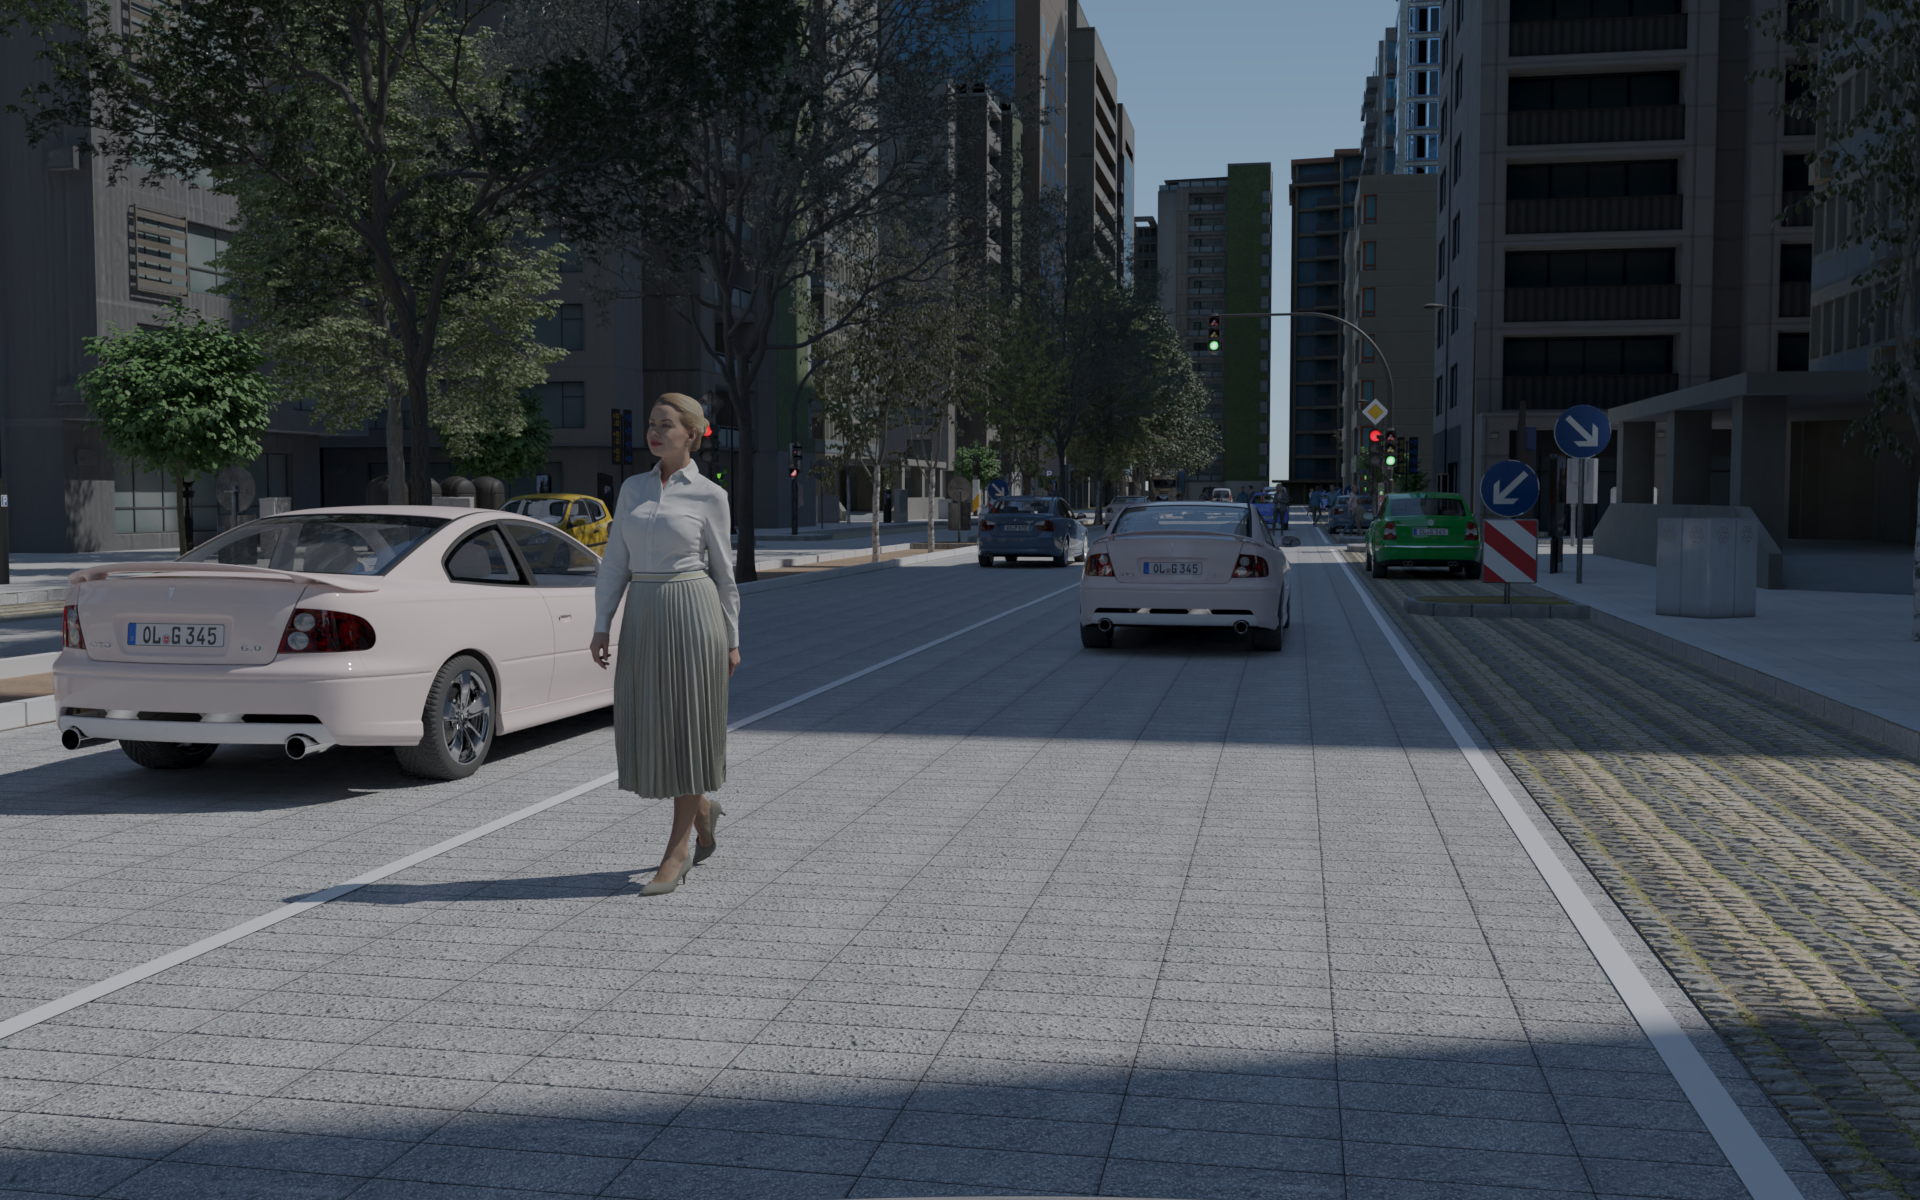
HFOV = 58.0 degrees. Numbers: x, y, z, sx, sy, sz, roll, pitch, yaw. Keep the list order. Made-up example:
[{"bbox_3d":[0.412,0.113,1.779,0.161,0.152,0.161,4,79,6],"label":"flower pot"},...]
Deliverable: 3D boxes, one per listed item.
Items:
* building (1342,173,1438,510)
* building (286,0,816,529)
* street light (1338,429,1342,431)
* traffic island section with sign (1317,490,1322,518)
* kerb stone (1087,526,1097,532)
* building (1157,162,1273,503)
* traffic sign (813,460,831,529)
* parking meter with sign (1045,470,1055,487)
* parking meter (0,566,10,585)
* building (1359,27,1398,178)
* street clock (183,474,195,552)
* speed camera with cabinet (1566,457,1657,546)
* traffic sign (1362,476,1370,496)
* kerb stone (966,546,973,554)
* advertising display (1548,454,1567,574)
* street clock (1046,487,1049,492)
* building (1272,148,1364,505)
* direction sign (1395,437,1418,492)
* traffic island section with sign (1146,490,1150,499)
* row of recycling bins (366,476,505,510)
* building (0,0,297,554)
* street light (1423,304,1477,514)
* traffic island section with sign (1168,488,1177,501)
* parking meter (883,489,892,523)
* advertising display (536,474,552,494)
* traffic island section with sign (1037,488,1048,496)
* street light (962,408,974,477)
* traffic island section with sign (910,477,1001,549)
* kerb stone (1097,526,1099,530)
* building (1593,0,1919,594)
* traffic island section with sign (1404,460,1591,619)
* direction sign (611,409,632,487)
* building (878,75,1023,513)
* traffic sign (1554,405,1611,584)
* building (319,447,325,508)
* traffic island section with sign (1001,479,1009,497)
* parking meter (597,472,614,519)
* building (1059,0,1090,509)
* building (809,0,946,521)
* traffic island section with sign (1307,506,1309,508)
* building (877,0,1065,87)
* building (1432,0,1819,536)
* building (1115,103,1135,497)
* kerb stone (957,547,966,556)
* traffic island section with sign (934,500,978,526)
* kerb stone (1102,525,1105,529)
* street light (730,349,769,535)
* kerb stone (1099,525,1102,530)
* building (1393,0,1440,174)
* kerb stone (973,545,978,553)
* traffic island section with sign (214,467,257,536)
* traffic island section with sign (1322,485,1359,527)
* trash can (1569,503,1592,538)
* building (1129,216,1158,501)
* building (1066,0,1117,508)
[{"bbox_3d":[37.968,-15.950,105.822,27.650,21.520,28.899,1,4,11],"label":"building"},{"bbox_3d":[-13.949,-23.186,62.686,14.154,41.232,14.086,1,4,11],"label":"building"},{"bbox_3d":[27.812,-9.292,124.466,1.470,5.913,1.316,1,4,11],"label":"street light"},{"bbox_3d":[22.095,-5.725,102.227,1.989,1.847,2.006,1,4,11],"label":"traffic island section with sign"},{"bbox_3d":[5.075,-2.745,67.073,0.120,0.150,1.000,1,4,11],"label":"kerb stone"},{"bbox_3d":[31.902,-32.632,217.132,14.086,41.232,14.154,1,4,11],"label":"building"},{"bbox_3d":[-5.083,-3.898,63.833,0.768,2.556,0.104,1,4,14],"label":"traffic sign"},{"bbox_3d":[6.639,-7.976,126.669,0.543,3.016,1.738,0,4,-6],"label":"parking meter with sign"},{"bbox_3d":[-13.720,-0.989,24.578,0.372,1.533,0.369,0,3,0],"label":"parking meter"},{"bbox_3d":[53.042,-34.276,180.018,23.786,49.044,30.456,1,4,11],"label":"building"},{"bbox_3d":[-17.226,-2.082,38.619,0.471,2.002,0.358,-3,5,-41],"label":"street clock"},{"bbox_3d":[15.838,-2.923,42.121,2.038,3.252,0.660,2,4,29],"label":"speed camera with cabinet"},{"bbox_3d":[22.320,-5.773,94.497,0.768,2.556,0.104,1,4,19],"label":"traffic sign"},{"bbox_3d":[0.108,-1.172,41.355,0.120,0.150,1.000,1,4,11],"label":"kerb stone"},{"bbox_3d":[9.721,-1.405,28.182,0.123,1.923,0.974,2,4,28],"label":"advertising display"},{"bbox_3d":[6.175,-7.178,121.924,0.471,2.002,0.358,-2,4,-33],"label":"street clock"},{"bbox_3d":[54.009,-34.379,216.722,28.867,44.769,22.147,1,4,11],"label":"building"},{"bbox_3d":[17.718,-4.694,68.748,0.876,3.537,0.379,2,4,26],"label":"direction sign"},{"bbox_3d":[19.513,-10.532,180.826,1.989,1.847,2.006,1,4,11],"label":"traffic island section with sign"},{"bbox_3d":[-11.911,-1.991,39.665,1.069,1.692,3.534,3,4,36],"label":"row of recycling bins"},{"bbox_3d":[-23.853,-22.038,43.916,14.086,41.232,14.154,1,4,11],"label":"building"},{"bbox_3d":[12.002,-4.270,42.360,1.470,5.913,1.316,1,4,11],"label":"street light"},{"bbox_3d":[15.495,-7.245,126.592,2.006,1.907,1.989,1,4,11],"label":"traffic island section with sign"},{"bbox_3d":[-3.238,-4.205,77.158,0.372,1.533,0.369,0,3,0],"label":"parking meter"},{"bbox_3d":[-13.309,-3.069,55.398,0.123,1.923,0.974,-3,4,-37],"label":"advertising display"},{"bbox_3d":[5.022,-5.936,105.685,1.989,1.847,2.006,1,4,11],"label":"traffic island section with sign"},{"bbox_3d":[0.663,-7.330,92.388,1.470,5.913,1.316,1,4,11],"label":"street light"},{"bbox_3d":[-0.136,-2.287,45.534,2.006,1.907,1.989,1,4,11],"label":"traffic island section with sign"},{"bbox_3d":[5.261,-2.802,68.078,0.120,0.150,1.000,1,4,11],"label":"kerb stone"},{"bbox_3d":[27.963,-20.421,25.758,32.217,40.220,23.993,1,4,11],"label":"building"},{"bbox_3d":[6.396,-0.746,20.817,1.989,1.847,2.006,1,4,11],"label":"traffic island section with sign"},{"bbox_3d":[-9.022,-3.320,46.277,0.379,3.537,0.876,2,4,25],"label":"direction sign"},{"bbox_3d":[-3.556,-21.490,123.069,14.160,30.474,14.107,1,4,11],"label":"building"},{"bbox_3d":[8.884,-1.509,24.774,0.768,2.556,0.104,1,4,19],"label":"traffic sign"},{"bbox_3d":[-28.328,-25.393,65.294,14.200,45.320,14.600,1,4,11],"label":"building"},{"bbox_3d":[1.276,-2.732,52.806,2.006,1.907,1.989,1,4,11],"label":"traffic island section with sign"},{"bbox_3d":[-9.618,-2.526,47.019,0.399,1.863,0.255,-3,4,-38],"label":"parking meter"},{"bbox_3d":[0.981,-43.766,153.825,20.563,71.187,20.611,1,4,11],"label":"building"},{"bbox_3d":[-17.615,-24.405,90.905,32.217,40.220,23.993,1,4,11],"label":"building"},{"bbox_3d":[31.498,-8.706,150.967,1.989,1.847,2.006,1,4,11],"label":"traffic island section with sign"},{"bbox_3d":[0.462,-29.742,136.390,14.600,45.320,14.200,1,4,11],"label":"building"},{"bbox_3d":[27.734,-37.914,58.151,20.611,71.187,20.563,1,4,11],"label":"building"},{"bbox_3d":[11.922,-33.396,196.128,14.200,45.320,14.600,1,4,11],"label":"building"},{"bbox_3d":[-0.082,-1.110,40.351,0.120,0.150,1.000,1,4,11],"label":"kerb stone"},{"bbox_3d":[-0.076,-4.317,79.214,1.989,1.847,2.006,1,4,11],"label":"traffic island section with sign"},{"bbox_3d":[5.653,-2.929,70.091,0.120,0.150,1.000,1,4,11],"label":"kerb stone"},{"bbox_3d":[-6.665,-5.014,54.513,1.470,5.913,1.316,1,4,11],"label":"street light"},{"bbox_3d":[5.458,-2.865,69.081,0.120,0.150,1.000,1,4,11],"label":"kerb stone"},{"bbox_3d":[46.488,-51.115,148.407,22.319,86.520,31.000,1,4,11],"label":"building"},{"bbox_3d":[0.304,-1.232,42.358,0.120,0.150,1.000,1,4,11],"label":"kerb stone"},{"bbox_3d":[-10.620,-0.974,24.556,1.989,1.847,2.006,1,4,11],"label":"traffic island section with sign"},{"bbox_3d":[16.984,-4.106,75.759,1.989,1.847,2.006,1,4,11],"label":"traffic island section with sign"},{"bbox_3d":[18.262,-2.405,50.976,0.748,1.137,0.748,0,3,0],"label":"trash can"},{"bbox_3d":[14.868,-32.874,229.373,23.993,40.220,32.217,1,4,11],"label":"building"},{"bbox_3d":[4.167,-33.771,175.862,21.300,48.544,21.600,1,4,11],"label":"building"}]
